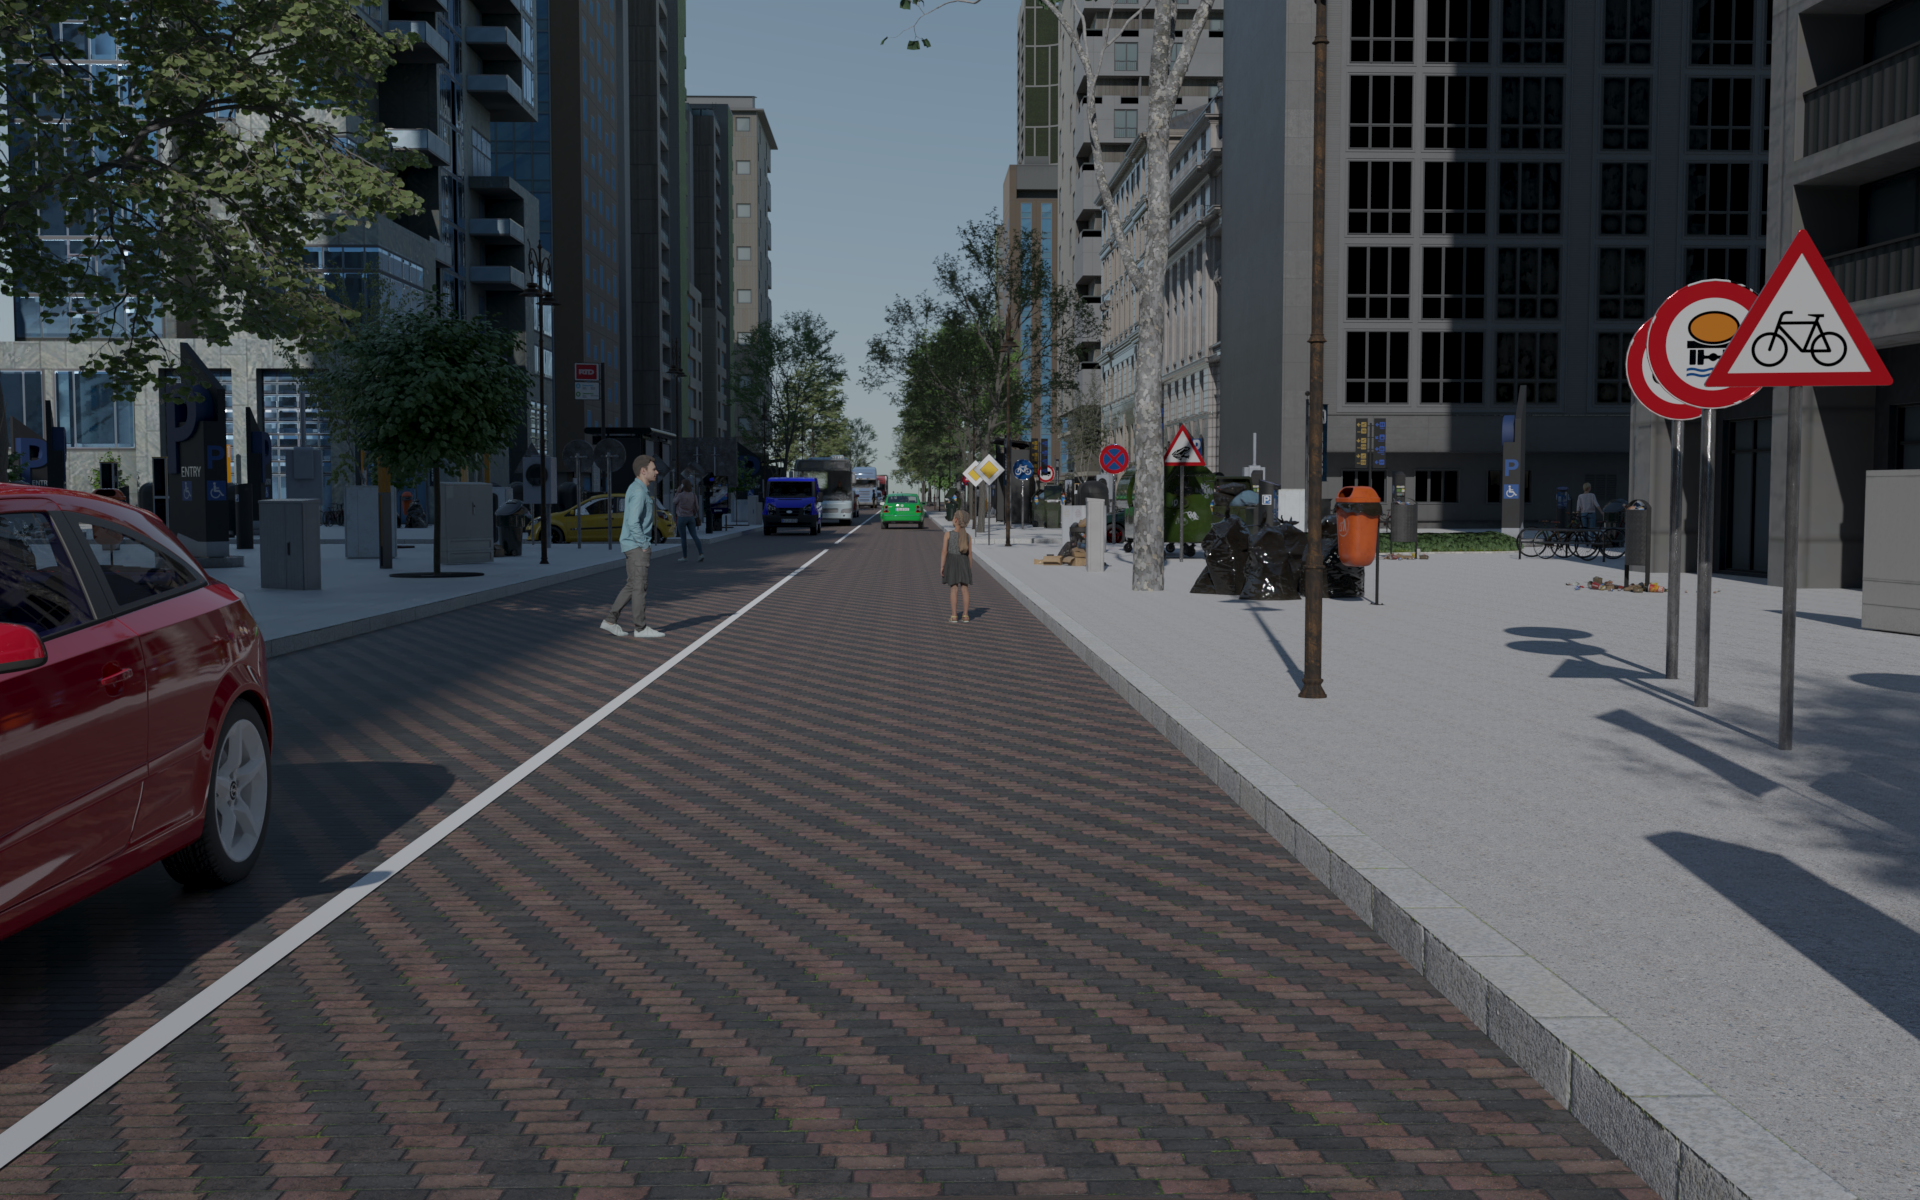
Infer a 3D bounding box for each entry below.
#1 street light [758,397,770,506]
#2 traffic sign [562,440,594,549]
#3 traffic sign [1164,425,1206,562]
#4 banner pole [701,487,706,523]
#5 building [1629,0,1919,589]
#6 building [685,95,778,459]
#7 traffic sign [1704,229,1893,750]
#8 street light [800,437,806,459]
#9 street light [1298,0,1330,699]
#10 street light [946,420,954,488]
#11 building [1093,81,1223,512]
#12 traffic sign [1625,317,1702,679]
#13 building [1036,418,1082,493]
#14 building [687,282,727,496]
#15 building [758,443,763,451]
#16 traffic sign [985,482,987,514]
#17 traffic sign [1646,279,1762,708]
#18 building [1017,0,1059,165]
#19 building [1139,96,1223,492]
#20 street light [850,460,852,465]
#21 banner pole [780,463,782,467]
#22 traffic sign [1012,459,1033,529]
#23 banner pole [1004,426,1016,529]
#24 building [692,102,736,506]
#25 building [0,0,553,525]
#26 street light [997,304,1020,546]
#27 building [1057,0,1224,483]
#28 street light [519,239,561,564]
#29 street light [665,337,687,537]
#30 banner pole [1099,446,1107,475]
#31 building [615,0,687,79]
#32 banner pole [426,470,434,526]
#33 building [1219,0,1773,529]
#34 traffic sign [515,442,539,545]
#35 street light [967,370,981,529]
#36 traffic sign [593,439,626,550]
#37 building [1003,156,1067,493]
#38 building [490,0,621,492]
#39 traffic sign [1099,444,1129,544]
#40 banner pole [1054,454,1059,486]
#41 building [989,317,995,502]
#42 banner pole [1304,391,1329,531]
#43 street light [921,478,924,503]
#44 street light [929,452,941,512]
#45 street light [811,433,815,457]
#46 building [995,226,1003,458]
[{"bbox_3d":[-9.336,-6.731,82.837,0.468,5.910,1.993,0,4,-2],"label":"street light"},{"bbox_3d":[-8.947,-2.479,40.635,0.768,2.556,0.104,0,4,2],"label":"traffic sign"},{"bbox_3d":[4.170,-1.991,32.559,0.884,2.594,0.081,0,4,-1],"label":"traffic sign"},{"bbox_3d":[-11.180,-5.296,76.610,0.863,3.779,0.401,-3,4,-36],"label":"banner pole"},{"bbox_3d":[21.683,-35.387,16.836,20.563,71.187,20.611,0,4,-2],"label":"building"},{"bbox_3d":[-39.584,-39.390,233.263,28.713,52.752,27.495,0,4,-2],"label":"building"},{"bbox_3d":[4.141,-0.527,8.617,0.884,2.594,0.081,0,4,7],"label":"traffic sign"},{"bbox_3d":[-10.396,-8.663,114.435,0.468,5.910,1.993,0,4,-2],"label":"street light"},{"bbox_3d":[2.227,-2.323,10.762,0.468,5.910,1.993,0,4,-2],"label":"street light"},{"bbox_3d":[-0.554,-7.438,94.403,0.468,5.910,1.993,0,4,-2],"label":"street light"},{"bbox_3d":[16.310,-19.396,114.395,12.463,27.353,25.104,0,4,-2],"label":"building"},{"bbox_3d":[4.940,-0.724,11.945,0.768,2.556,0.104,0,4,1],"label":"traffic sign"},{"bbox_3d":[23.952,-29.841,179.789,32.217,40.220,23.993,0,4,-2],"label":"building"},{"bbox_3d":[-36.244,-18.952,154.902,27.650,21.520,28.899,0,4,-2],"label":"building"},{"bbox_3d":[-42.337,-34.713,259.431,32.217,40.220,23.993,0,4,-2],"label":"building"},{"bbox_3d":[1.372,-5.790,94.773,0.768,2.556,0.104,0,4,0],"label":"traffic sign"},{"bbox_3d":[4.470,-0.628,10.366,0.768,2.556,0.104,0,4,5],"label":"traffic sign"},{"bbox_3d":[16.703,-49.430,246.427,20.563,71.187,20.611,0,4,-2],"label":"building"},{"bbox_3d":[17.538,-15.184,90.054,13.314,21.916,24.055,0,4,-2],"label":"building"},{"bbox_3d":[-13.395,-14.594,211.391,0.468,5.910,1.993,0,4,-2],"label":"street light"},{"bbox_3d":[-12.613,-8.085,122.207,0.401,3.779,0.863,-1,4,-10],"label":"banner pole"},{"bbox_3d":[2.291,-3.857,63.165,0.768,2.556,0.104,0,4,-2],"label":"traffic sign"},{"bbox_3d":[1.790,-4.545,64.325,0.401,3.779,0.863,-1,4,-20],"label":"banner pole"},{"bbox_3d":[-30.645,-30.123,176.112,14.154,41.232,14.086,0,4,-2],"label":"building"},{"bbox_3d":[-32.887,-47.237,85.003,22.319,86.520,31.000,0,4,-2],"label":"building"},{"bbox_3d":[1.177,-4.253,42.328,0.468,5.910,1.993,0,4,-2],"label":"street light"},{"bbox_3d":[23.164,-34.498,153.273,28.713,52.752,27.495,0,4,-2],"label":"building"},{"bbox_3d":[-7.635,-3.599,31.631,0.468,5.910,1.993,0,4,-2],"label":"street light"},{"bbox_3d":[-8.365,-4.800,51.268,0.468,5.910,1.993,0,4,-2],"label":"street light"},{"bbox_3d":[7.395,-6.088,89.549,0.401,3.779,0.863,3,5,45],"label":"banner pole"},{"bbox_3d":[-28.706,-27.463,132.617,14.154,41.232,14.086,0,4,-2],"label":"building"},{"bbox_3d":[-21.201,-4.855,69.393,0.401,3.779,0.863,2,4,30],"label":"banner pole"},{"bbox_3d":[23.491,-16.832,68.718,24.014,27.812,14.314,0,4,-2],"label":"building"},{"bbox_3d":[-10.746,-2.662,43.528,0.884,2.594,0.081,0,4,-1],"label":"traffic sign"},{"bbox_3d":[0.503,-5.496,62.643,0.468,5.910,1.993,0,4,-2],"label":"street light"},{"bbox_3d":[-8.054,-2.428,39.799,0.768,2.556,0.104,0,4,4],"label":"traffic sign"},{"bbox_3d":[12.979,-35.450,229.713,14.600,45.320,14.200,0,4,-2],"label":"building"},{"bbox_3d":[-31.202,-28.548,116.874,14.600,45.320,14.200,0,4,-2],"label":"building"},{"bbox_3d":[3.943,-2.704,44.322,0.768,2.556,0.104,0,4,8],"label":"traffic sign"},{"bbox_3d":[6.057,-7.272,108.910,0.401,3.779,0.863,2,4,28],"label":"banner pole"},{"bbox_3d":[11.578,-31.035,279.124,14.160,30.474,14.107,0,4,-2],"label":"building"},{"bbox_3d":[8.633,-3.193,42.215,0.863,3.779,0.401,-2,4,-27],"label":"banner pole"},{"bbox_3d":[-4.034,-14.018,201.987,0.468,5.910,1.993,0,4,-2],"label":"street light"},{"bbox_3d":[-2.004,-10.134,138.485,0.468,5.910,1.993,0,4,-2],"label":"street light"},{"bbox_3d":[-10.808,-9.475,127.697,0.468,5.910,1.993,0,4,-2],"label":"street light"},{"bbox_3d":[12.222,-35.538,264.639,14.154,41.232,14.086,0,4,-2],"label":"building"}]
